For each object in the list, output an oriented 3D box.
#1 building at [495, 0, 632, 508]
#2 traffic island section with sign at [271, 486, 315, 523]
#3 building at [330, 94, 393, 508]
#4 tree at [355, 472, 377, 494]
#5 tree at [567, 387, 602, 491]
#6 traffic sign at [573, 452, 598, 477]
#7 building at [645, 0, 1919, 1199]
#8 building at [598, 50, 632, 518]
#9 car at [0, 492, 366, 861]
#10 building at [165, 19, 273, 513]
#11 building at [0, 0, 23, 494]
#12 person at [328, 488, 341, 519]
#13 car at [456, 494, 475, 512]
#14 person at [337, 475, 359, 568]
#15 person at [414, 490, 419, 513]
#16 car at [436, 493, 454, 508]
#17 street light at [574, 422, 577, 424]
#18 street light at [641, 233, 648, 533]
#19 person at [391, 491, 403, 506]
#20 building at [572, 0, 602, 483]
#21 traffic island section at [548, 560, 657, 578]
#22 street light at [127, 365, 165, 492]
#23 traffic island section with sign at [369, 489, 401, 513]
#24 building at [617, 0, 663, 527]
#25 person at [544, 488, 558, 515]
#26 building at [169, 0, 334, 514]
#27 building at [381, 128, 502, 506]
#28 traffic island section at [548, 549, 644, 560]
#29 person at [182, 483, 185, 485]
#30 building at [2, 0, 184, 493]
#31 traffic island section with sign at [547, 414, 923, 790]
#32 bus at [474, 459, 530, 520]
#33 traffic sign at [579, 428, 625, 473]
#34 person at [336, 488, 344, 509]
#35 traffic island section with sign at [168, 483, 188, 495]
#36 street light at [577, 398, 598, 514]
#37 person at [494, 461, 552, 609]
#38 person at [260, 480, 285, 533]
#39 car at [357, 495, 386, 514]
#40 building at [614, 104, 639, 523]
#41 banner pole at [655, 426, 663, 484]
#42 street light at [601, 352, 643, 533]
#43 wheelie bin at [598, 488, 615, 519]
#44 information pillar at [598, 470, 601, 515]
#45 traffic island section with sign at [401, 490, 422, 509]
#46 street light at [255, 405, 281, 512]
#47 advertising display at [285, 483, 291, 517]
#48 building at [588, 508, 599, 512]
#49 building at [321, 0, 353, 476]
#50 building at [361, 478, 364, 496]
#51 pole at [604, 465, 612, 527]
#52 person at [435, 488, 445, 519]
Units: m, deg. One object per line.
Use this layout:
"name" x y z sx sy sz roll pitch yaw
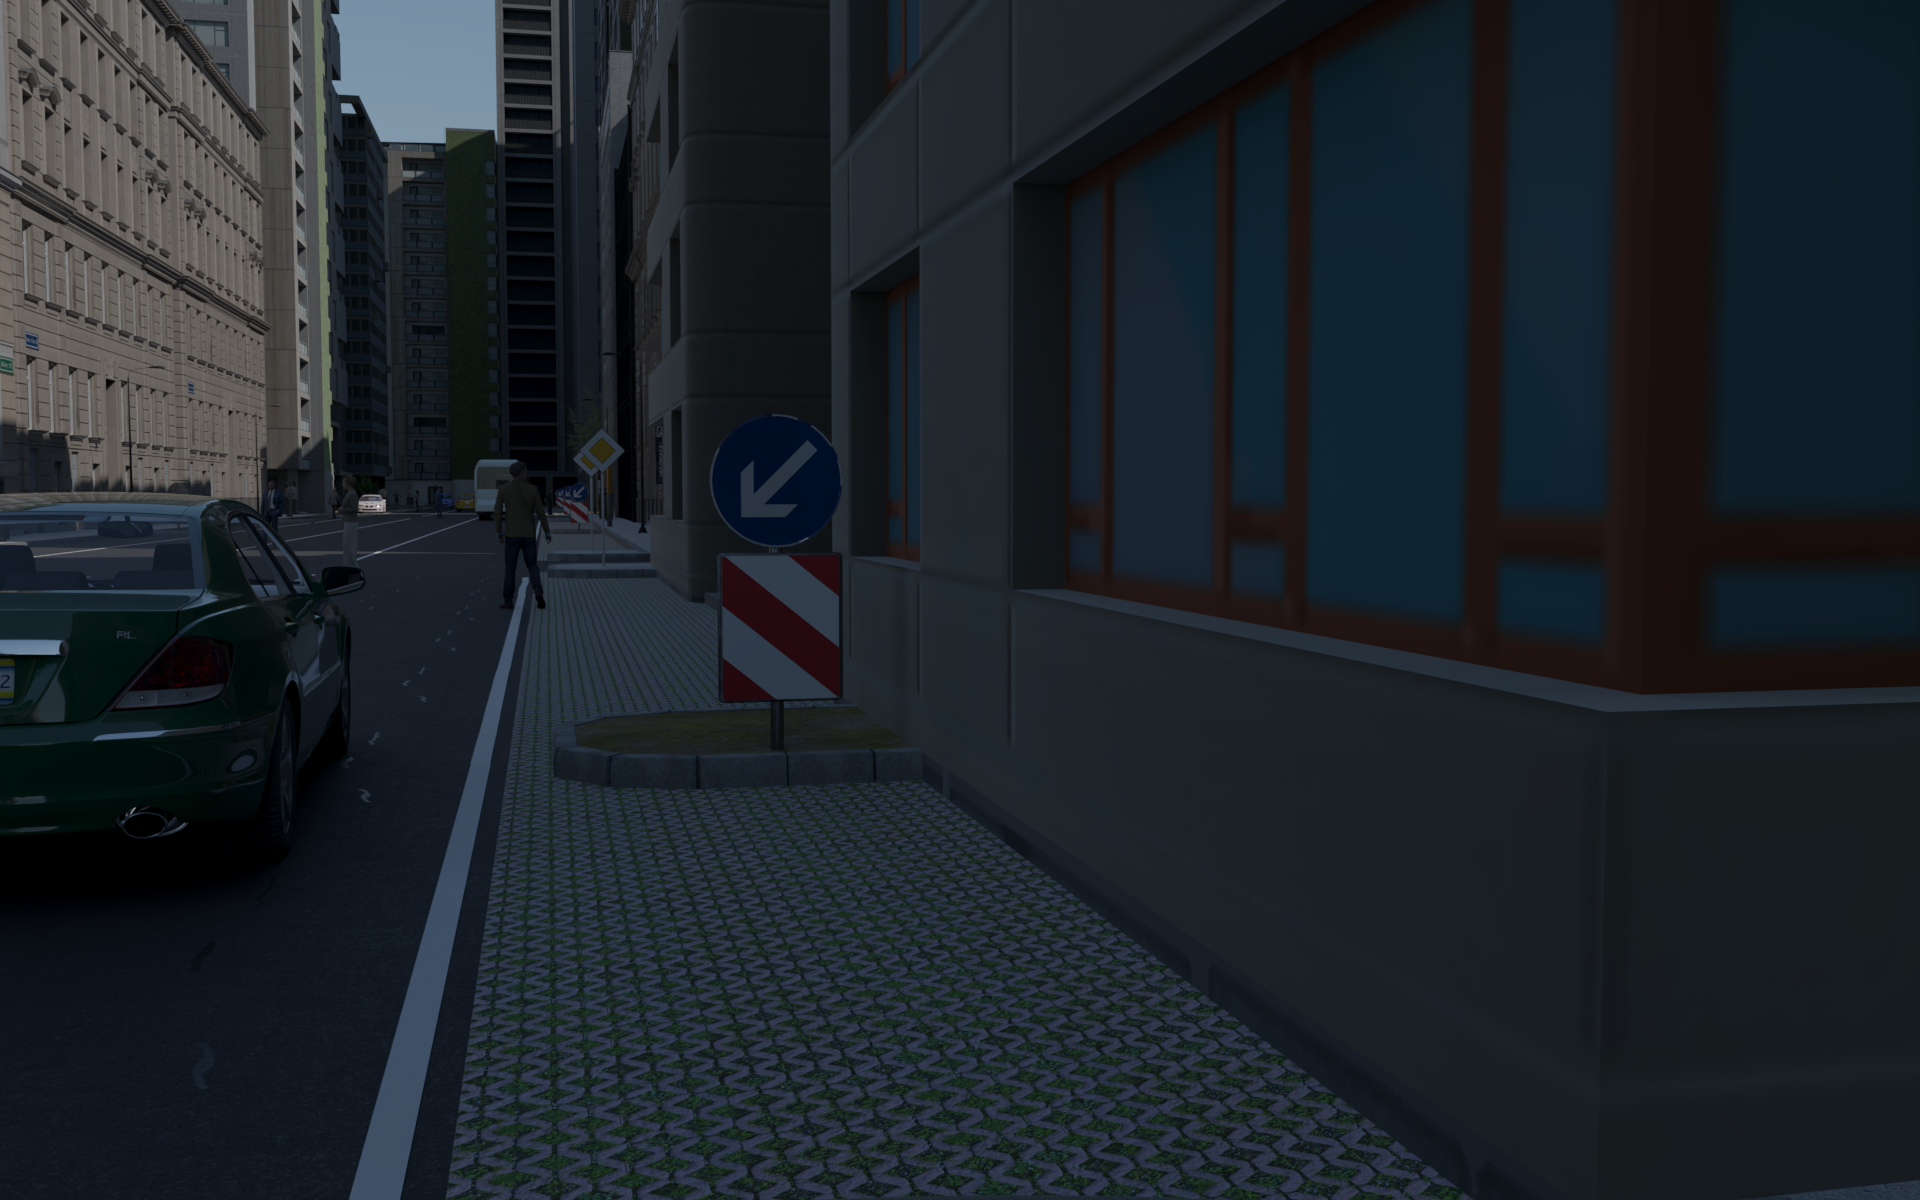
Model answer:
"building" -43.105 -46.730 202.283 20.611 71.187 20.563 -1 4 -13
"traffic island section with sign" -33.168 -4.730 85.962 1.989 1.847 2.006 -1 4 -13
"building" -66.778 -28.825 163.172 23.993 40.220 32.217 -1 4 -13
"tree" -51.440 -9.491 149.782 1.663 3.219 1.824 0 3 0
"tree" -23.892 -10.065 114.919 4.737 8.622 4.395 0 3 0
"traffic sign" -8.140 -2.211 38.348 0.795 2.593 0.064 -1 4 -13
"building" 11.232 -10.680 19.652 27.650 21.520 28.899 -1 4 -13
"building" -15.050 -17.471 103.665 12.078 24.808 19.932 -1 4 -13
"car" -3.893 0.235 7.961 2.131 1.459 4.920 -1 4 -15
"building" -43.529 -17.817 88.579 12.463 27.353 25.104 -1 4 -13
"building" -32.769 -15.654 41.848 13.634 28.700 20.117 -1 4 -13
"person" -36.352 -5.617 100.743 0.661 1.777 0.834 0 4 1
"car" -40.225 -8.036 141.614 2.015 1.641 3.980 -1 4 -12
"person" -10.782 -1.314 30.526 0.362 1.759 0.519 -1 4 -22
"person" -42.218 -7.656 134.396 0.721 1.735 1.217 -1 4 -13
"car" -52.684 -10.242 177.040 1.945 1.707 3.694 -1 4 -14
"street light" -24.073 -8.498 111.479 1.470 5.913 1.316 -1 4 -13
"street light" -4.816 -3.560 30.747 1.470 5.913 1.316 -1 4 -13
"person" -60.166 -10.751 184.995 1.217 1.735 0.721 -1 4 -22
"building" -27.927 -38.638 173.734 21.231 58.520 28.212 -1 4 -13
"traffic island section" -6.265 -0.513 30.668 2.009 0.180 2.903 -1 4 -13
"street light" -29.386 -5.505 62.555 1.470 5.913 1.316 -1 4 -13
"traffic island section with sign" -44.707 -7.689 134.349 1.989 1.847 2.006 -1 4 -13
"building" -6.191 -16.456 66.320 12.463 27.353 25.104 -1 4 -13
"person" -27.704 -6.645 117.161 0.705 1.821 1.348 2 4 27
"building" -49.356 -26.238 112.578 14.154 41.232 14.086 -1 4 -13
"building" -59.193 -31.333 195.884 14.086 41.232 14.154 -1 4 -13
"traffic island section" -8.119 -0.988 38.436 2.009 0.180 2.903 -1 4 -13
"person" -32.411 -4.004 72.097 0.643 1.750 0.593 -2 4 -31
"building" -37.762 -16.316 64.031 12.463 27.353 25.104 -1 4 -13
"traffic island section with sign" -1.183 -0.043 9.331 1.989 1.847 2.006 -1 4 -13
"bus" -26.198 -6.380 99.166 2.948 3.499 13.247 -1 4 -13
"traffic sign" -6.287 -1.736 30.580 0.795 2.593 0.064 -1 4 -13
"person" -53.635 -8.751 149.130 1.348 1.823 0.705 -3 5 -43
"traffic island section with sign" -26.800 -3.099 59.292 1.989 1.847 2.006 -1 4 -13
"street light" -17.658 -6.824 84.112 1.470 5.913 1.316 -1 4 -13
"person" -5.442 -0.806 21.597 0.836 1.842 0.656 3 5 41
"person" -18.269 -2.277 45.911 0.721 1.800 0.419 0 4 -7
"car" -43.212 -7.021 127.149 2.083 1.381 4.827 -1 4 -15
"building" -10.607 -15.703 86.416 12.332 23.373 15.834 -1 4 -13
"banner pole" -8.932 -3.848 52.929 0.863 3.779 0.401 1 4 13
"street light" -10.988 -5.154 56.805 1.470 5.913 1.316 -1 4 -13
"wheelie bin" -18.131 -4.941 88.699 0.980 1.594 0.693 0 4 6
"information pillar" -21.608 -6.888 103.978 0.183 3.616 0.504 0 4 7
"traffic island section with sign" -51.140 -9.336 161.278 1.989 1.847 2.006 -1 4 -13
"street light" -35.940 -7.182 89.967 1.470 5.913 1.316 -1 4 -13
"advertising display" -37.758 -5.638 97.389 0.123 1.923 0.974 -1 4 -9
"building" -22.633 -43.489 149.291 20.563 71.187 20.611 -1 4 -13
"building" -61.844 -33.110 130.589 28.713 52.752 27.495 -1 4 -13
"building" -73.443 -25.787 193.324 14.107 30.474 14.160 -1 4 -13
"pole" -13.787 -4.540 68.078 0.158 3.312 0.155 0 3 0
"person" -30.403 -5.652 101.094 0.419 1.800 0.721 -3 5 -42
